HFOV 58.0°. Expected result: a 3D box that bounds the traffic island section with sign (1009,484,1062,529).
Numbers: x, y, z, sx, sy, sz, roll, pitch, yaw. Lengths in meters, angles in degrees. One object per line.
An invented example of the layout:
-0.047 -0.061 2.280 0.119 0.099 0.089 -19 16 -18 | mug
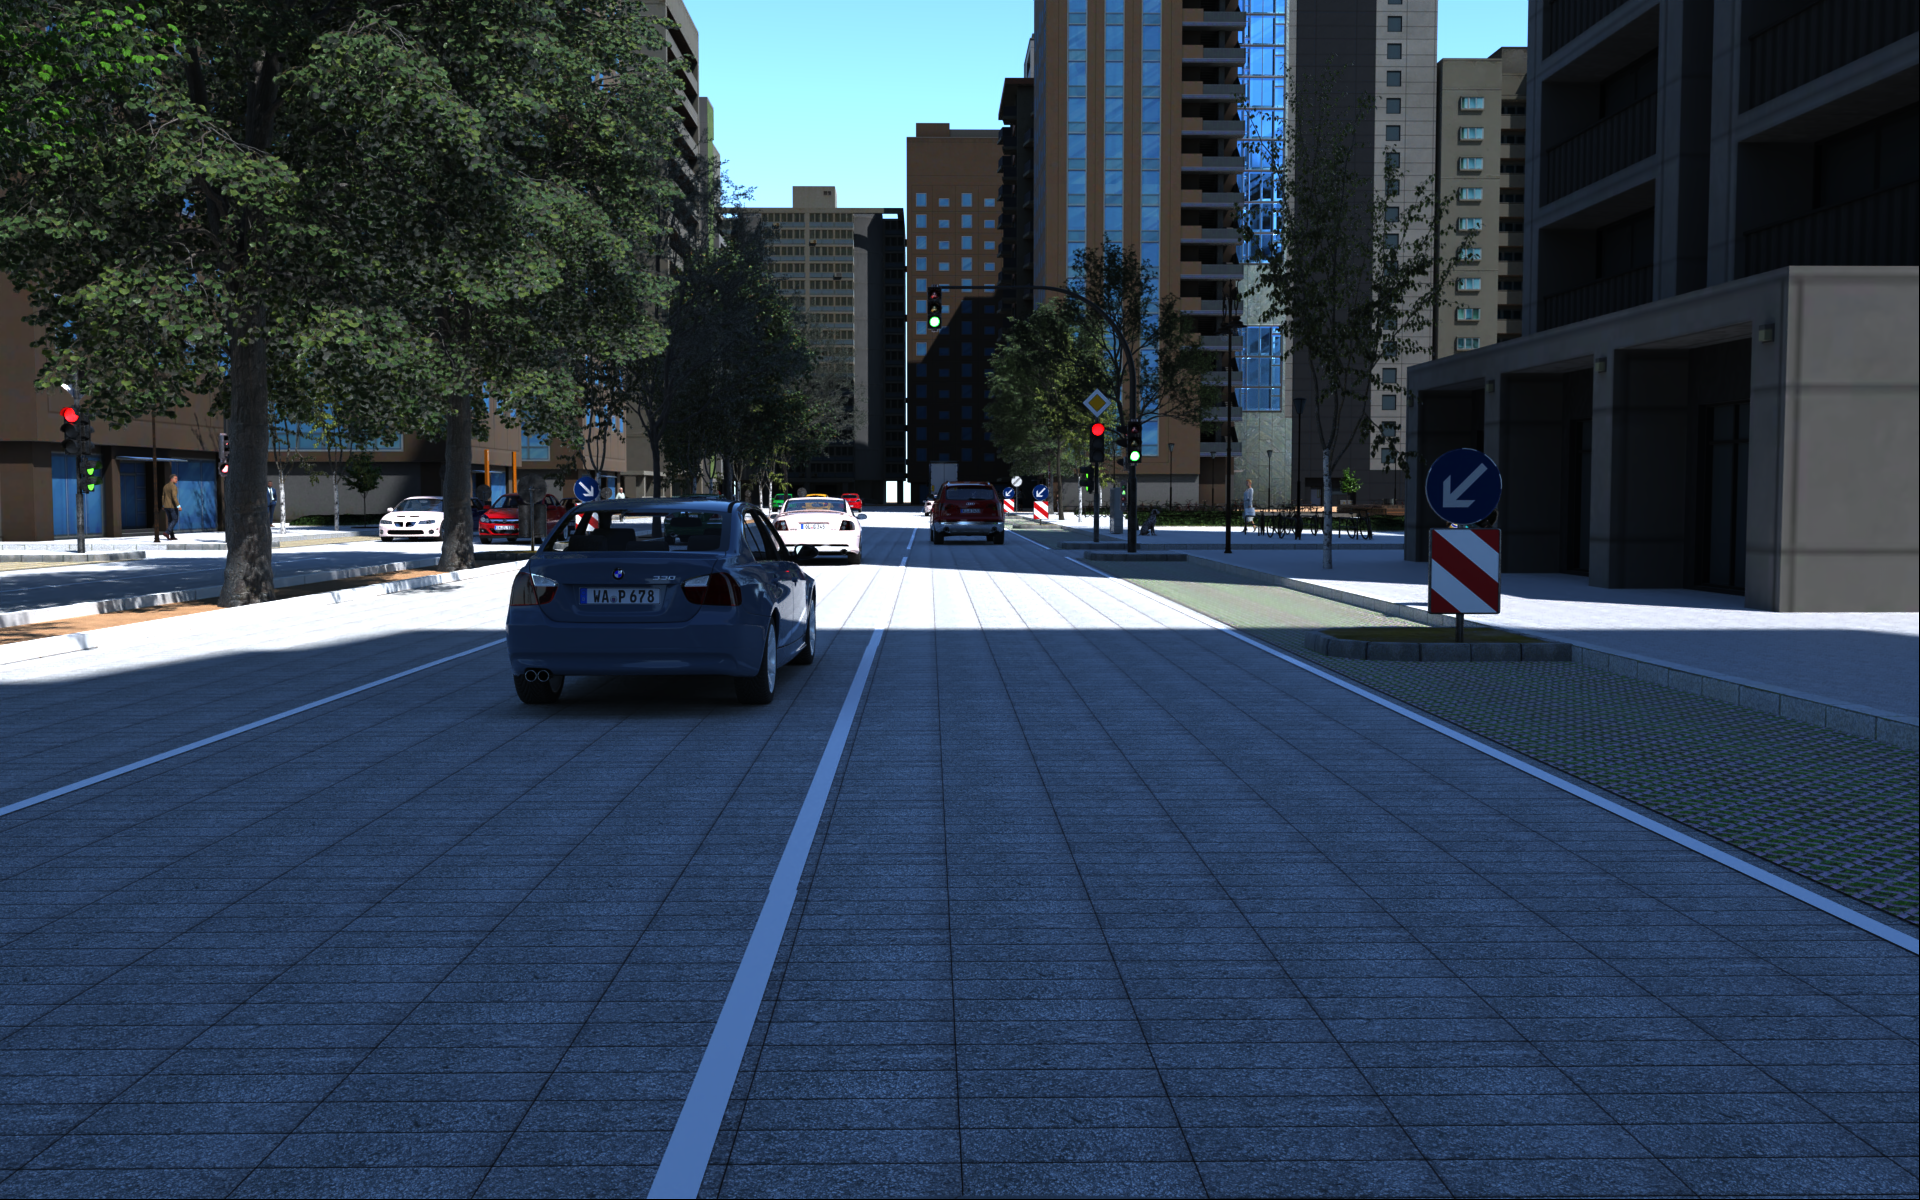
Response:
3.192 -3.861 71.758 1.989 1.847 2.006 0 4 -1 | traffic island section with sign

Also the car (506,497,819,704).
-2.122 -0.067 13.105 2.014 1.417 4.499 0 4 1 | car

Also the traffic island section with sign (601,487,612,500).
-19.898 -5.425 97.330 1.989 1.847 2.006 0 4 -1 | traffic island section with sign

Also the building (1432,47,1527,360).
58.815 -34.377 185.760 21.600 48.544 21.300 0 4 -1 | building

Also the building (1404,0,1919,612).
18.991 -35.660 21.297 20.563 71.187 20.611 0 4 -1 | building

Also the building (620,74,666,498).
-39.539 -26.918 131.985 32.217 40.220 23.993 0 4 -1 | building

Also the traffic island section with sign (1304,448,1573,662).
4.207 -0.430 15.654 1.989 1.847 2.006 0 4 -1 | traffic island section with sign

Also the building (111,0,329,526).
-29.618 -26.407 81.871 14.600 45.320 14.200 0 4 -1 | building

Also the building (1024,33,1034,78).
22.429 -41.160 214.967 28.212 58.520 21.231 0 4 -1 | building

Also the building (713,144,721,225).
-41.268 -36.129 214.412 21.600 48.544 21.300 0 4 -1 | building

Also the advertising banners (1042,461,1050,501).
4.581 -5.883 92.379 0.090 3.025 2.074 -1 4 -9 | advertising banners

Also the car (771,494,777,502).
-18.587 -10.366 179.704 2.015 1.641 3.980 0 4 -3 | car

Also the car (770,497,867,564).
-3.009 -1.483 36.603 2.083 1.381 4.827 0 4 -3 | car

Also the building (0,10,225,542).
-31.590 -24.572 51.858 14.600 45.320 14.200 0 4 -1 | building

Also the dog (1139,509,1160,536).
5.757 -2.408 53.746 0.800 0.831 0.513 2 4 27 | dog

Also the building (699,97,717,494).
-32.327 -29.940 173.107 14.154 41.232 14.086 0 4 -1 | building

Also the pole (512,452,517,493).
-21.464 -5.480 83.439 0.158 3.312 0.155 0 3 0 | pole

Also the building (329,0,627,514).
-28.423 -27.764 104.055 14.600 45.320 14.200 0 4 -1 | building

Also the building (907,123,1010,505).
0.671 -34.388 212.356 14.200 45.320 14.600 0 4 -1 | building

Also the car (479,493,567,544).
-12.839 -2.569 51.043 2.155 1.783 4.494 0 4 1 | car

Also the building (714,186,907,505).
-18.588 -32.377 221.249 23.993 40.220 32.217 0 4 -1 | building

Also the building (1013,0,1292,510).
16.584 -51.217 150.070 22.319 86.520 31.000 0 4 -1 | building

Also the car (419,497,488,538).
-17.076 -2.796 58.303 1.945 1.354 3.894 0 4 1 | car

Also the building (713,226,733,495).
-32.139 -25.479 188.290 14.107 30.474 14.160 0 4 -1 | building

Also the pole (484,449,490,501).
-21.637 -5.225 79.264 0.158 3.312 0.155 0 3 0 | pole

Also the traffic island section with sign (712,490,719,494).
-20.823 -8.490 147.432 1.989 1.847 2.006 0 4 -1 | traffic island section with sign

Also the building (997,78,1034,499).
15.151 -32.223 181.471 22.147 44.769 28.867 0 4 -1 | building

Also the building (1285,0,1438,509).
37.707 -45.677 185.078 20.611 71.187 20.563 0 4 -1 | building

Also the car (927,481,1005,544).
0.177 -2.578 50.822 2.281 1.827 5.304 0 4 -3 | car

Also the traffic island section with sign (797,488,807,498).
-11.057 -6.881 120.641 2.006 1.907 1.989 0 4 -1 | traffic island section with sign

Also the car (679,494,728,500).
-7.448 -2.359 50.364 2.131 1.459 4.920 0 4 -1 | car

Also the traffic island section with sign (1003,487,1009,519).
2.674 -5.584 99.931 1.989 1.847 2.006 0 4 -1 | traffic island section with sign

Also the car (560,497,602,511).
-13.189 -2.903 60.039 1.945 1.354 3.894 0 4 -2 | car

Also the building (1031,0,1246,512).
12.792 -29.271 128.697 14.600 45.320 14.200 0 4 -1 | building

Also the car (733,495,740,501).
-18.099 -7.504 134.692 2.014 1.417 4.499 0 3 0 | car

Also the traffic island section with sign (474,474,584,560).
-9.552 -1.833 38.108 2.006 1.907 1.989 0 4 -1 | traffic island section with sign

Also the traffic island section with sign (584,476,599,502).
-9.677 -2.286 45.515 2.006 1.907 1.989 0 4 -1 | traffic island section with sign

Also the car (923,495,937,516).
-1.370 -6.133 112.642 2.083 1.381 4.827 0 4 -1 | car

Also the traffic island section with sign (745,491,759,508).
-21.302 -10.138 174.383 1.989 1.847 2.006 0 4 -1 | traffic island section with sign

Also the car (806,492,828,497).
-8.371 -5.602 101.822 2.015 1.641 3.980 0 4 0 | car

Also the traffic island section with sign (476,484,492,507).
-19.410 -3.771 70.289 1.989 1.847 2.006 0 4 -1 | traffic island section with sign

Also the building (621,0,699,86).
-35.279 -32.496 155.018 21.300 48.544 21.600 0 4 -1 | building

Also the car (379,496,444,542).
-16.573 -2.533 53.782 2.083 1.381 4.827 0 4 -2 | car
